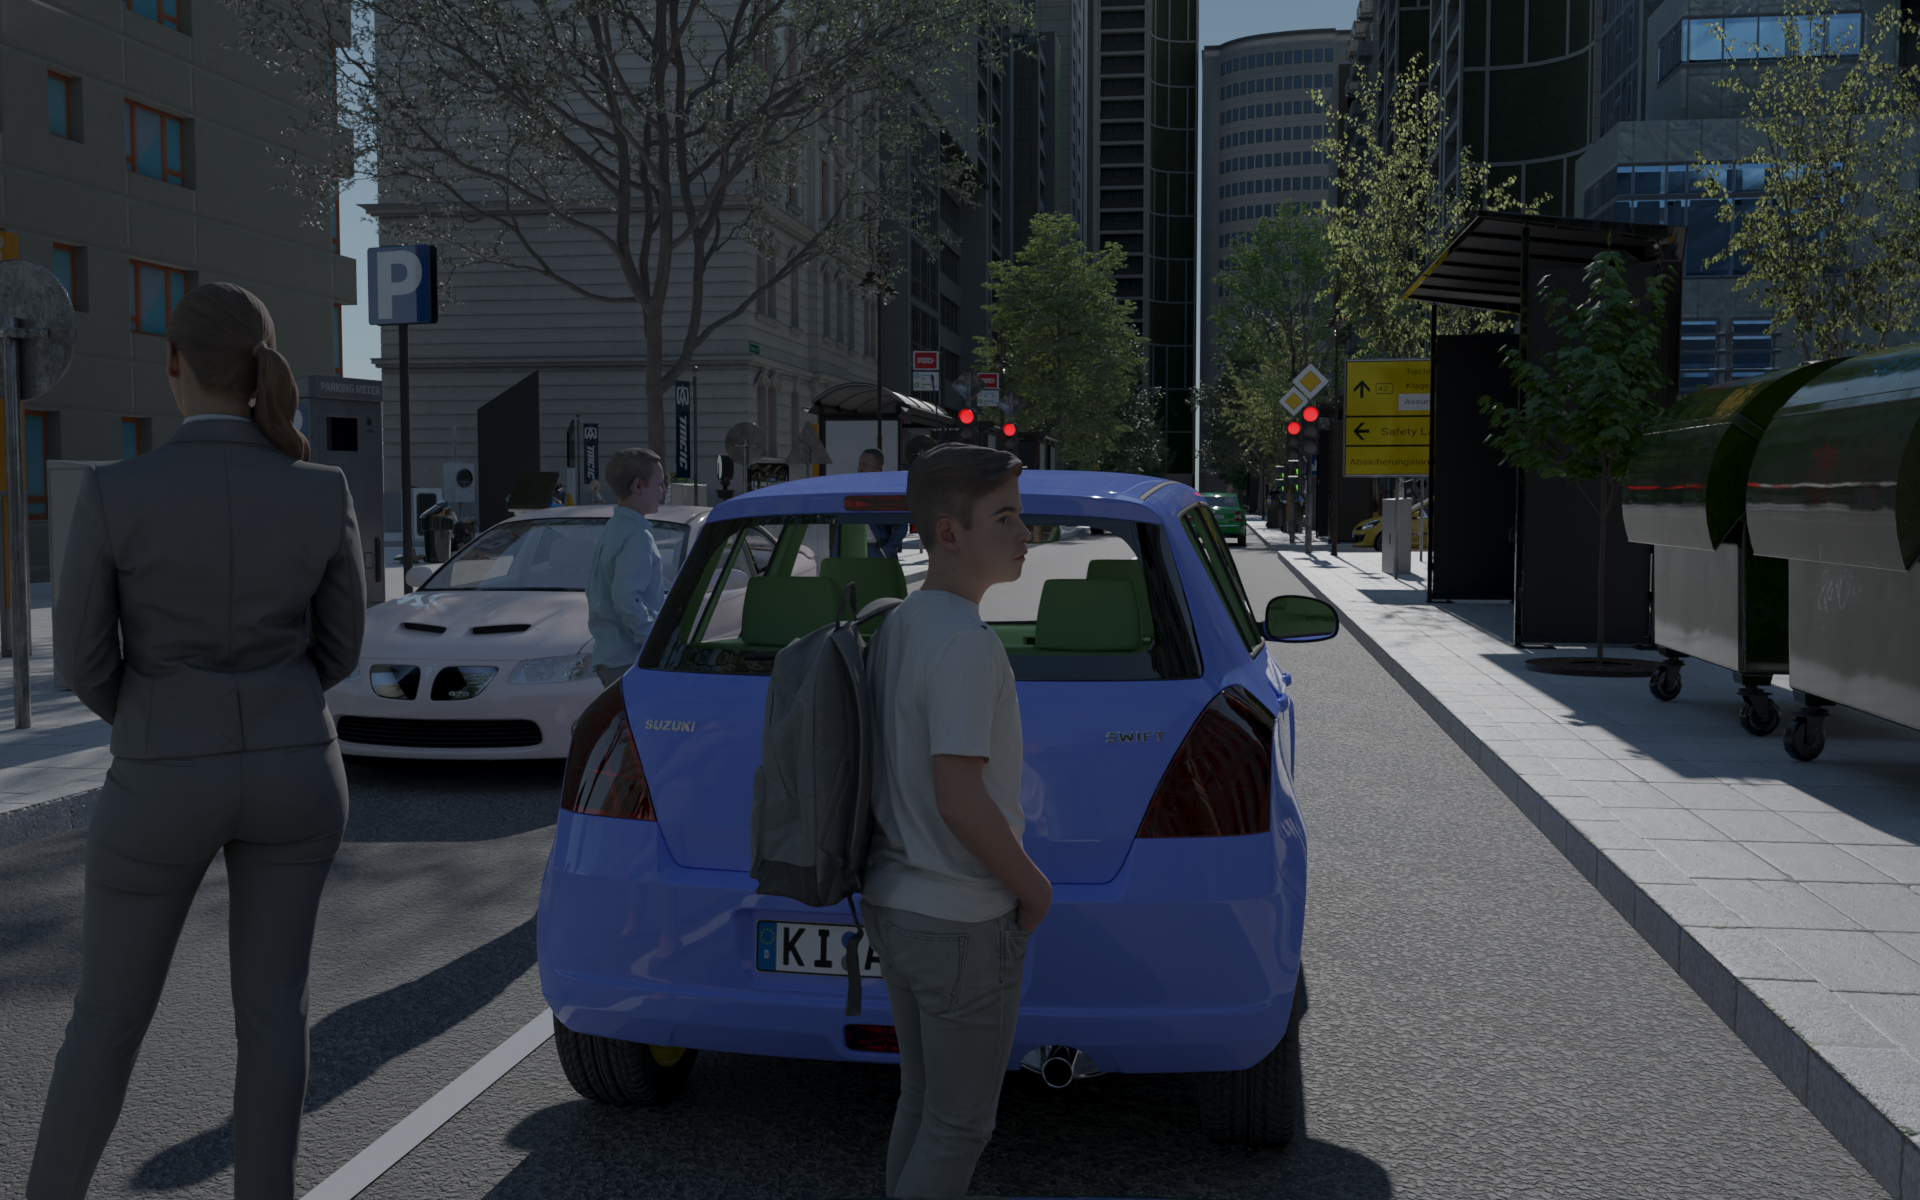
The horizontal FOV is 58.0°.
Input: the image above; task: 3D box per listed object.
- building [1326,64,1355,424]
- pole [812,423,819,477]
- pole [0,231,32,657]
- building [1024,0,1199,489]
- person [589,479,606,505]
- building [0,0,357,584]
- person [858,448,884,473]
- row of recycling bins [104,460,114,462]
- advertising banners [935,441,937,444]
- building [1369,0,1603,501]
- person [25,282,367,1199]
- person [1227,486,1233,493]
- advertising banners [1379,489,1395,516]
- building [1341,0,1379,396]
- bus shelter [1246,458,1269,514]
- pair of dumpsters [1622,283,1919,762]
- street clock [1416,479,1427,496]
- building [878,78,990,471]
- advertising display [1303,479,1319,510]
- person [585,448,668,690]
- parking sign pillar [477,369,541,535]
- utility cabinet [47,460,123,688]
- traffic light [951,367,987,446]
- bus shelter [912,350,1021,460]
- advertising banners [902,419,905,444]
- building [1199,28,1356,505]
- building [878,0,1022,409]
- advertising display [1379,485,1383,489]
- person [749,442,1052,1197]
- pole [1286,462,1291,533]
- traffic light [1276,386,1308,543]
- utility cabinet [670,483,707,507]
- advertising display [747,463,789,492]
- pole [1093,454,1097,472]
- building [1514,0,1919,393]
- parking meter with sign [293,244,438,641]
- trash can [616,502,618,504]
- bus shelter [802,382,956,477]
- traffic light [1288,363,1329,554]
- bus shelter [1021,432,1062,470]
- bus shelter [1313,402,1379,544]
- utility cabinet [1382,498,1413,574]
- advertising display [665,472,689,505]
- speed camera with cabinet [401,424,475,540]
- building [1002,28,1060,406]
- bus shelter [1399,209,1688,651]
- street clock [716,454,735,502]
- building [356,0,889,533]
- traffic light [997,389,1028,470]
[{"bbox_3d":[44.951,-32.213,176.798,14.600,45.320,14.200,1,4,8],"label":"building"},{"bbox_3d":[-4.172,-3.442,50.120,0.158,3.312,0.155,0,3,0],"label":"pole"},{"bbox_3d":[-7.451,-1.207,13.581,0.158,3.312,0.155,0,3,0],"label":"pole"},{"bbox_3d":[19.830,-47.872,220.957,20.611,71.187,20.563,1,4,8],"label":"building"},{"bbox_3d":[-8.971,-2.101,43.038,0.526,1.800,0.537,2,4,33],"label":"person"},{"bbox_3d":[-28.209,-10.841,22.288,28.899,21.520,27.650,1,4,8],"label":"building"},{"bbox_3d":[-0.769,-0.320,13.923,0.721,1.800,0.419,1,4,18],"label":"person"},{"bbox_3d":[-10.512,-0.955,22.730,1.069,1.692,3.534,0,4,-5],"label":"row of recycling bins"},{"bbox_3d":[-1.495,-3.685,56.436,2.074,3.025,0.090,-3,5,-44],"label":"advertising banners"},{"bbox_3d":[40.058,-42.203,128.272,20.563,71.187,20.611,1,4,8],"label":"building"},{"bbox_3d":[-1.377,0.348,3.085,0.573,1.790,0.520,3,5,40],"label":"person"},{"bbox_3d":[9.944,-3.350,63.944,0.731,1.740,0.598,3,5,41],"label":"person"},{"bbox_3d":[12.560,-3.374,51.354,0.090,3.025,2.074,3,5,44],"label":"advertising banners"},{"bbox_3d":[45.928,-32.675,153.845,23.786,49.044,30.456,1,4,8],"label":"building"},{"bbox_3d":[19.420,-7.487,113.703,1.731,3.624,6.357,1,4,9],"label":"bus shelter"},{"bbox_3d":[4.610,-0.374,8.607,1.574,2.255,4.437,1,4,8],"label":"pair of dumpsters"},{"bbox_3d":[21.868,-4.745,82.153,0.471,2.002,0.358,0,4,1],"label":"street clock"},{"bbox_3d":[-7.297,-16.814,93.977,14.314,24.678,30.058,1,4,8],"label":"building"},{"bbox_3d":[14.981,-4.214,74.108,0.974,1.923,0.123,-1,4,-22],"label":"advertising display"},{"bbox_3d":[-1.226,0.233,6.505,0.330,1.601,0.589,-1,4,-15],"label":"person"},{"bbox_3d":[-9.756,-3.000,37.515,1.447,3.967,1.447,-1,4,-11],"label":"parking sign pillar"},{"bbox_3d":[-5.643,-0.190,11.779,0.318,1.500,1.173,1,4,10],"label":"utility cabinet"},{"bbox_3d":[0.206,-3.019,38.287,0.839,4.253,0.868,1,4,8],"label":"traffic light"},{"bbox_3d":[0.139,-4.483,50.930,2.179,5.291,8.768,1,4,8],"label":"bus shelter"},{"bbox_3d":[-2.055,-2.580,38.371,2.074,3.025,0.090,2,4,34],"label":"advertising banners"},{"bbox_3d":[44.489,-41.366,218.332,28.212,58.520,21.231,1,4,8],"label":"building"},{"bbox_3d":[2.243,-45.327,179.352,20.611,71.187,20.563,1,4,8],"label":"building"},{"bbox_3d":[28.498,-6.861,117.397,0.123,1.923,0.974,2,4,28],"label":"advertising display"},{"bbox_3d":[-0.045,0.509,2.781,0.503,1.515,0.523,3,4,38],"label":"person"},{"bbox_3d":[10.760,-3.837,56.572,0.158,3.312,0.155,0,3,0],"label":"pole"},{"bbox_3d":[8.659,-3.438,45.130,0.839,4.253,0.868,1,4,8],"label":"traffic light"},{"bbox_3d":[-5.635,-1.677,36.097,0.318,1.500,1.173,1,4,15],"label":"utility cabinet"},{"bbox_3d":[-3.959,-1.871,35.810,0.974,1.923,0.123,-3,5,-40],"label":"advertising display"},{"bbox_3d":[6.096,-5.169,78.355,0.158,3.312,0.155,0,3,0],"label":"pole"},{"bbox_3d":[35.937,-45.644,58.946,31.000,86.520,22.319,1,4,8],"label":"building"},{"bbox_3d":[-4.235,-0.932,11.500,0.543,3.016,1.738,1,4,22],"label":"parking meter with sign"},{"bbox_3d":[-5.577,-1.123,30.020,0.748,1.137,0.748,0,3,0],"label":"trash can"},{"bbox_3d":[-1.474,-2.461,34.154,2.014,3.302,5.546,1,4,8],"label":"bus shelter"},{"bbox_3d":[7.491,-2.955,37.230,0.839,4.253,0.868,1,4,8],"label":"traffic light"},{"bbox_3d":[2.017,-5.012,59.574,2.179,5.291,8.768,1,4,9],"label":"bus shelter"},{"bbox_3d":[10.404,-3.426,47.294,1.731,3.624,6.357,1,4,9],"label":"bus shelter"},{"bbox_3d":[7.082,-1.037,28.122,0.306,1.237,1.020,0,4,3],"label":"utility cabinet"},{"bbox_3d":[-8.376,-2.783,50.711,0.974,1.923,0.123,-3,5,-40],"label":"advertising display"},{"bbox_3d":[-14.663,-3.323,48.667,0.660,3.252,2.038,3,5,40],"label":"speed camera with cabinet"},{"bbox_3d":[0.999,-28.508,149.694,14.154,41.232,14.086,1,4,8],"label":"building"},{"bbox_3d":[5.571,-1.591,17.298,1.731,3.624,6.357,1,4,8],"label":"bus shelter"},{"bbox_3d":[-4.242,-1.637,31.327,0.358,2.002,0.471,-1,4,-20],"label":"street clock"},{"bbox_3d":[-11.250,-17.099,66.955,14.401,28.519,23.554,1,4,8],"label":"building"},{"bbox_3d":[1.374,-3.503,46.187,0.839,4.253,0.868,1,4,8],"label":"traffic light"}]
